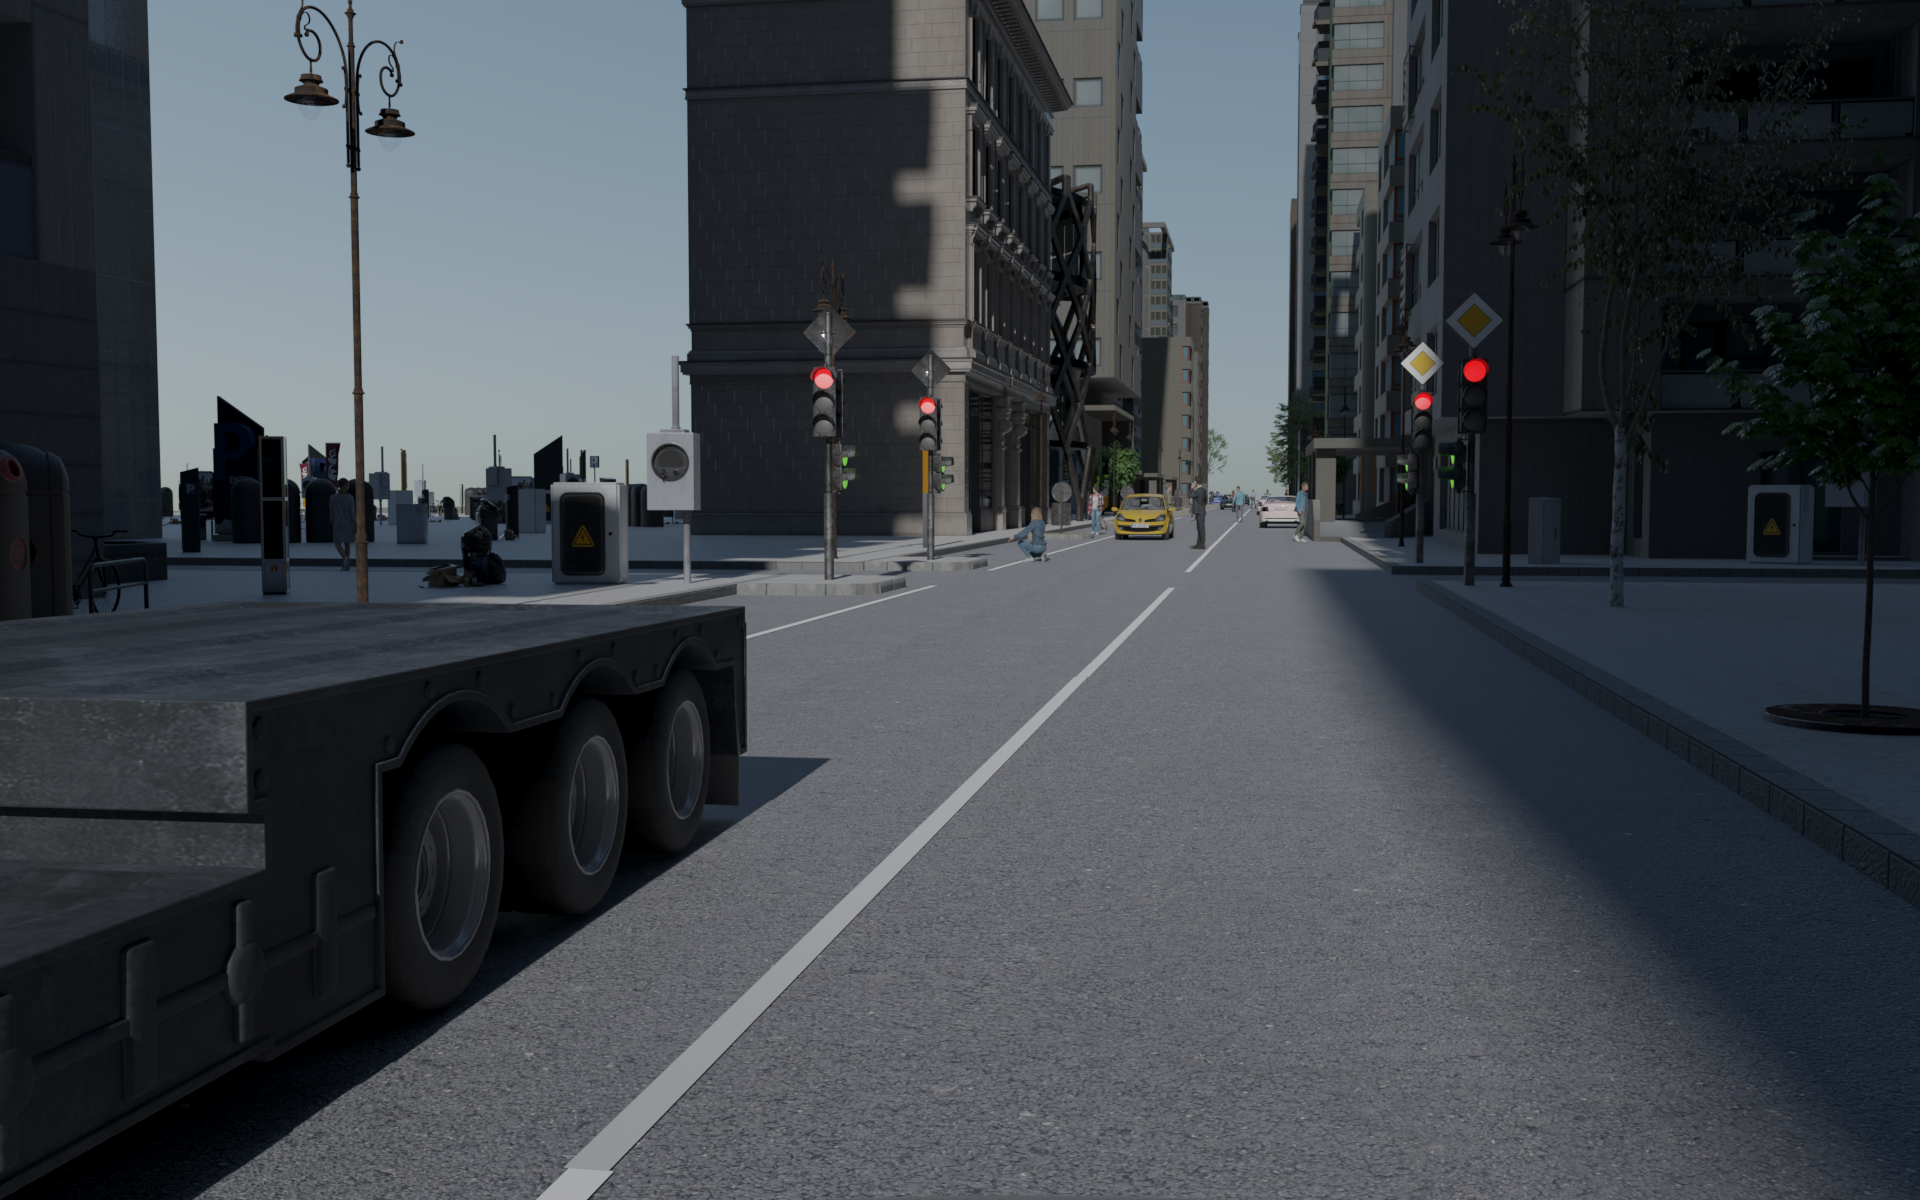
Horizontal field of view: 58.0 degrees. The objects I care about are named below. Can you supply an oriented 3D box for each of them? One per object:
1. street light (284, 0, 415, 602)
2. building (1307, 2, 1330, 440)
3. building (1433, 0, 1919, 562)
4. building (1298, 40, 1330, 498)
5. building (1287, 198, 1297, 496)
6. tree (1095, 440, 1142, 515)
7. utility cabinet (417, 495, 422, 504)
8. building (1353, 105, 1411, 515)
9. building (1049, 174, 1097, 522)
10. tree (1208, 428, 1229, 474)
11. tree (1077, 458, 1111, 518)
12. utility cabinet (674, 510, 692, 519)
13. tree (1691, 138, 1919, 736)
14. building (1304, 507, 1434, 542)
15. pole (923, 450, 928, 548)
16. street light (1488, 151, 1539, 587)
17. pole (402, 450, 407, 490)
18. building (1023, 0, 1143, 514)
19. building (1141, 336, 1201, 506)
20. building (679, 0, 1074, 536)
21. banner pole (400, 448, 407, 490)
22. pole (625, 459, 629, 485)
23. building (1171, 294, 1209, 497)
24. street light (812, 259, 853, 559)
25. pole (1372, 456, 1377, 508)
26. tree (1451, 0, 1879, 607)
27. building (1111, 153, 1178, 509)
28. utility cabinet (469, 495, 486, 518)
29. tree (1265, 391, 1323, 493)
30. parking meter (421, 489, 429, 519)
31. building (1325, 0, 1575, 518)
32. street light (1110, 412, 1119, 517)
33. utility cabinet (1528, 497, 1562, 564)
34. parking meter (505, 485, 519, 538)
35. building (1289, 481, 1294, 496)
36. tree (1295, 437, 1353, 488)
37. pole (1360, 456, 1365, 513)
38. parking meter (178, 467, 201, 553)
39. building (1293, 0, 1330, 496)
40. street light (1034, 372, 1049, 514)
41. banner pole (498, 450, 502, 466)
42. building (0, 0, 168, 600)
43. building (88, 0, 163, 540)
[{"bbox_3d":[-5.692,-2.664,16.344,0.468,5.910,1.993,1,4,10],"label":"street light"},{"bbox_3d":[38.309,-29.269,133.174,22.147,44.769,28.867,1,4,10],"label":"building"},{"bbox_3d":[17.532,-21.673,37.941,14.086,41.232,14.154,1,4,10],"label":"building"},{"bbox_3d":[43.613,-51.912,161.425,22.319,86.520,31.000,1,4,10],"label":"building"},{"bbox_3d":[55.197,-36.913,253.641,14.600,45.320,14.200,1,4,10],"label":"building"},{"bbox_3d":[9.421,-7.435,105.276,4.285,4.588,4.351,0,3,0],"label":"tree"},{"bbox_3d":[-32.032,-5.605,102.808,0.306,1.237,1.020,-1,4,-12],"label":"utility cabinet"},{"bbox_3d":[35.251,-14.935,89.230,27.650,21.520,28.899,1,4,10],"label":"building"},{"bbox_3d":[-2.024,-13.186,83.037,16.820,18.784,16.811,1,4,10],"label":"building"},{"bbox_3d":[37.015,-20.654,263.447,9.928,11.665,9.643,0,3,0],"label":"tree"},{"bbox_3d":[7.260,-5.995,92.613,1.663,3.219,1.824,0,3,0],"label":"tree"},{"bbox_3d":[-13.871,-4.826,87.587,1.173,1.500,0.318,-1,4,-21],"label":"utility cabinet"},{"bbox_3d":[4.931,-0.918,9.607,1.663,3.219,1.824,0,3,0],"label":"tree"},{"bbox_3d":[27.747,-22.213,55.067,32.217,40.220,23.993,1,4,10],"label":"building"},{"bbox_3d":[-0.788,-2.903,41.308,0.158,3.312,0.155,0,3,0],"label":"pole"},{"bbox_3d":[7.554,-3.119,23.781,0.468,5.910,1.993,1,4,10],"label":"street light"},{"bbox_3d":[-25.645,-5.267,79.951,0.158,3.312,0.155,0,3,0],"label":"pole"},{"bbox_3d":[-1.222,-32.668,123.355,28.713,52.752,27.495,1,4,10],"label":"building"},{"bbox_3d":[14.208,-22.141,207.037,27.650,21.520,28.899,1,4,10],"label":"building"},{"bbox_3d":[-3.917,-12.438,54.275,10.553,20.767,40.483,1,4,10],"label":"building"},{"bbox_3d":[-30.412,-6.403,94.703,0.401,3.779,0.863,-3,5,-44],"label":"banner pole"},{"bbox_3d":[-19.459,-6.573,101.315,0.158,3.312,0.155,0,3,0],"label":"pole"},{"bbox_3d":[28.685,-29.295,250.665,14.160,30.474,14.107,1,4,10],"label":"building"},{"bbox_3d":[-2.502,-3.759,34.255,0.468,5.910,1.993,1,4,10],"label":"street light"},{"bbox_3d":[18.725,-5.165,78.290,0.158,3.312,0.155,0,3,0],"label":"pole"},{"bbox_3d":[7.710,-4.224,19.425,4.360,8.622,3.978,0,3,0],"label":"tree"},{"bbox_3d":[5.480,-29.448,173.358,32.217,40.220,23.993,1,4,10],"label":"building"},{"bbox_3d":[-26.114,-5.061,93.907,1.020,1.237,0.306,1,4,23],"label":"utility cabinet"},{"bbox_3d":[37.681,-16.697,191.126,7.486,12.596,7.792,0,3,0],"label":"tree"},{"bbox_3d":[-27.910,-5.016,90.418,0.372,1.533,0.369,0,3,0],"label":"parking meter"},{"bbox_3d":[31.051,-26.251,112.791,14.154,41.232,14.086,1,4,10],"label":"building"},{"bbox_3d":[8.726,-7.656,97.971,0.468,5.910,1.993,1,4,10],"label":"street light"},{"bbox_3d":[10.811,-1.275,32.001,0.306,1.237,1.020,3,4,36],"label":"utility cabinet"},{"bbox_3d":[-13.043,-2.570,50.434,0.372,1.533,0.369,0,3,0],"label":"parking meter"},{"bbox_3d":[60.969,-33.097,233.011,32.217,40.220,23.993,1,4,10],"label":"building"},{"bbox_3d":[20.887,-7.076,99.404,4.285,4.588,4.351,0,3,0],"label":"tree"},{"bbox_3d":[21.489,-6.033,92.482,0.158,3.312,0.155,0,3,0],"label":"pole"},{"bbox_3d":[-16.905,-1.974,37.992,0.399,1.863,0.255,-2,4,-32],"label":"parking meter"},{"bbox_3d":[51.011,-40.719,207.746,21.231,58.520,28.212,1,4,10],"label":"building"},{"bbox_3d":[3.094,-5.702,66.008,0.468,5.910,1.993,1,4,10],"label":"street light"},{"bbox_3d":[-25.998,-6.603,97.976,0.401,3.779,0.863,0,4,-3],"label":"banner pole"},{"bbox_3d":[-25.176,-29.097,17.731,28.212,58.520,21.231,1,4,10],"label":"building"},{"bbox_3d":[-34.049,-13.914,45.508,19.932,24.808,12.078,1,4,10],"label":"building"}]
